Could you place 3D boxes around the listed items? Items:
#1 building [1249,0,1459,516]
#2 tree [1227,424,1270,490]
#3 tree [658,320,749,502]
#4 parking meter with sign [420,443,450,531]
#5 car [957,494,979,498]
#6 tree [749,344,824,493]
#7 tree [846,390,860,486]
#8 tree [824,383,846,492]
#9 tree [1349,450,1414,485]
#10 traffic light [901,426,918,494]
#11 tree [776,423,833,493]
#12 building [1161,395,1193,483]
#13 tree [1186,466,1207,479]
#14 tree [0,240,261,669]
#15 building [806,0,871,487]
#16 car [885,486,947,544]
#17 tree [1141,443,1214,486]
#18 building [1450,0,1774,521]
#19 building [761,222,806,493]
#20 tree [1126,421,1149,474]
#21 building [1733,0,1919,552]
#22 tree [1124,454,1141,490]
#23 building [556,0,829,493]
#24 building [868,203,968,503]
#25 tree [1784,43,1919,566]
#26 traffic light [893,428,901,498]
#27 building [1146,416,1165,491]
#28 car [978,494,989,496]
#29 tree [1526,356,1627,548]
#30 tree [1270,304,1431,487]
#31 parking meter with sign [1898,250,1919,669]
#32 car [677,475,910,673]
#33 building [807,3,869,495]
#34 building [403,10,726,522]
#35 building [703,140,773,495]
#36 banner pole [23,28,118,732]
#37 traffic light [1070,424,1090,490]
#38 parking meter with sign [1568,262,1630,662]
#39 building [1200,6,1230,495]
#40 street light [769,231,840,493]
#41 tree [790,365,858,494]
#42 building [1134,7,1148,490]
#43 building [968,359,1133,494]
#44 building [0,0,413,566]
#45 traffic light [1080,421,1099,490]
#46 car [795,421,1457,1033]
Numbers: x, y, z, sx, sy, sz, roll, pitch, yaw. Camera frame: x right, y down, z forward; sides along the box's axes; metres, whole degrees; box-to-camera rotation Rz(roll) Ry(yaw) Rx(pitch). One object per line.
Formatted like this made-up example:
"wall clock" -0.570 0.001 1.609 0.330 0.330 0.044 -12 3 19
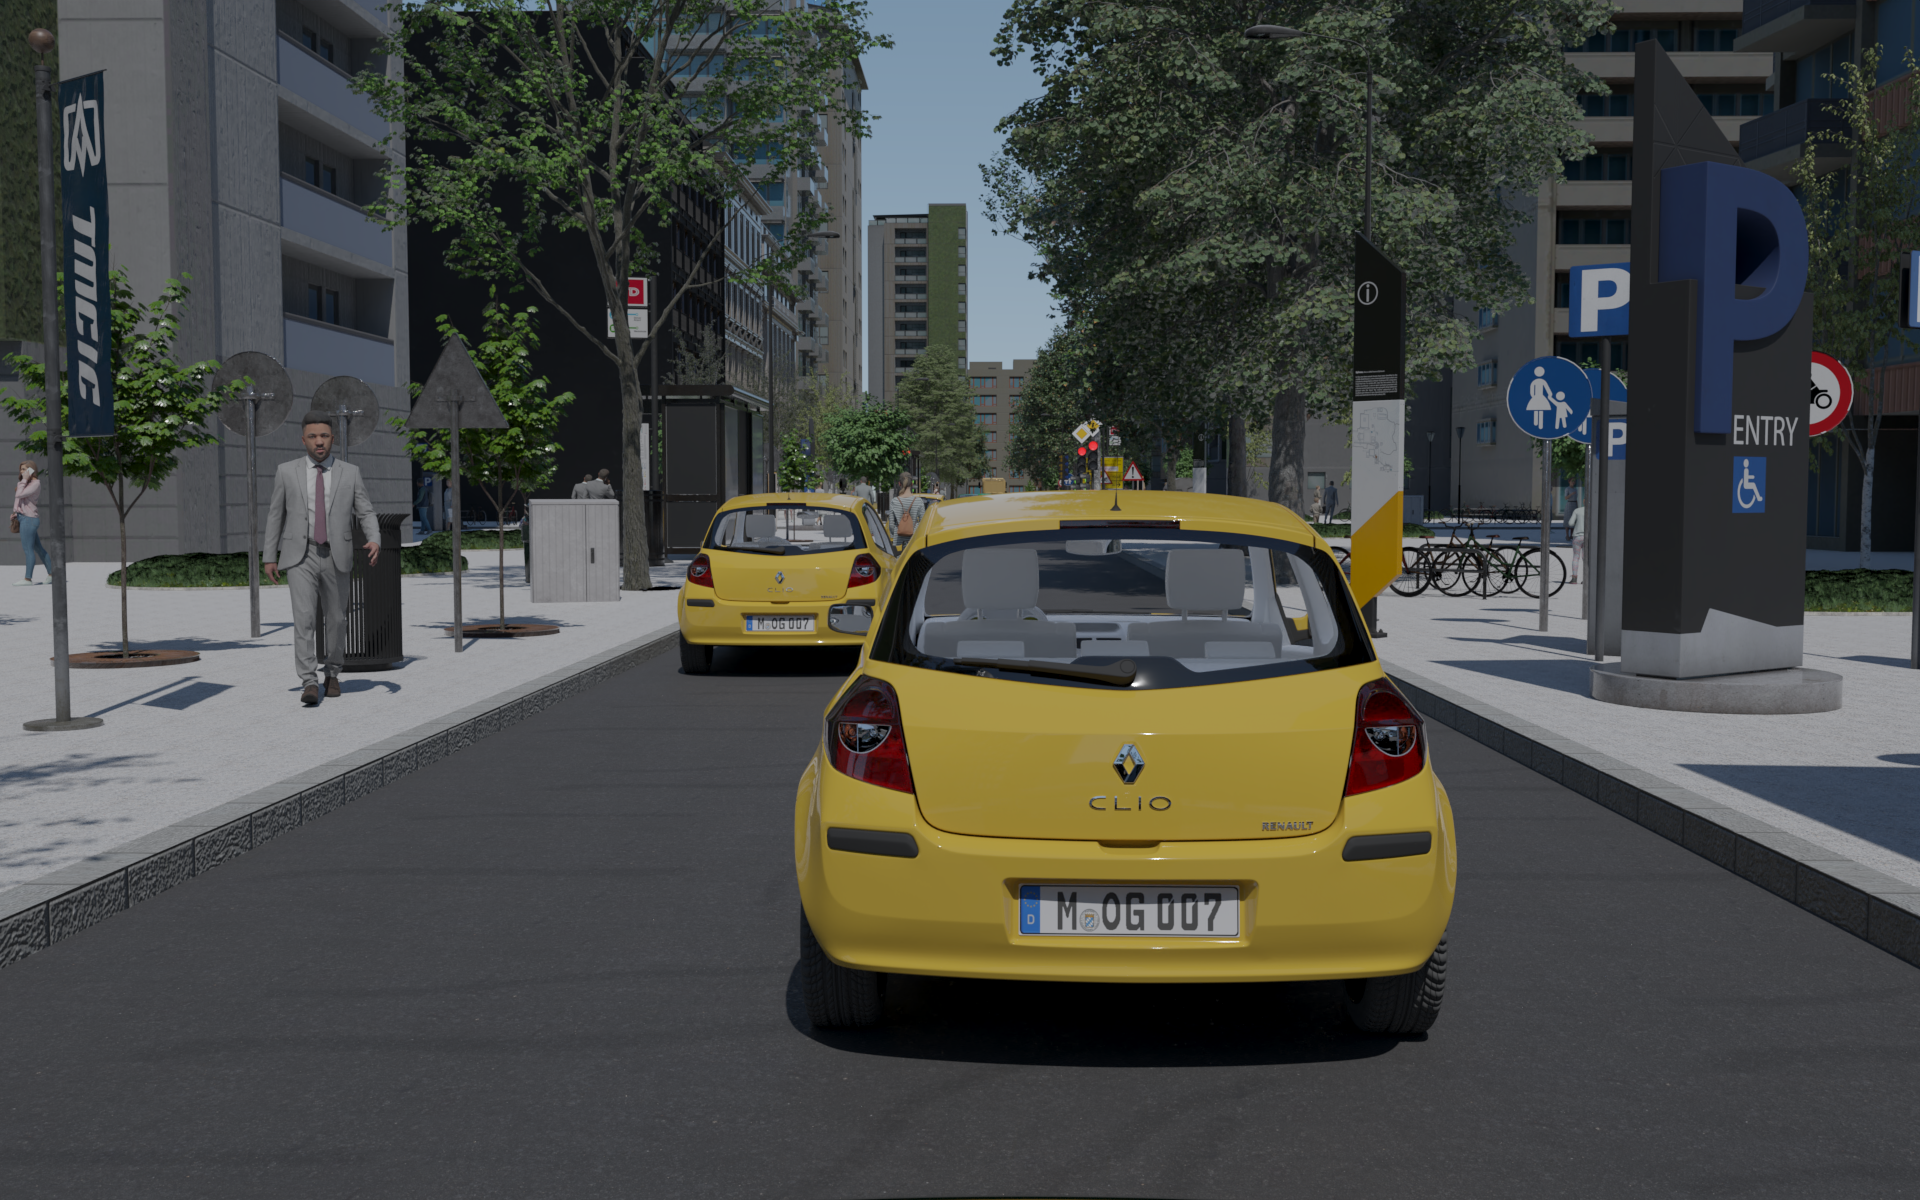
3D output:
"building" 23.612 -25.960 108.048 14.154 41.232 14.086 0 4 1
"tree" 16.459 -9.091 99.006 4.737 8.622 4.395 0 3 0
"tree" -11.182 -7.542 73.669 4.360 8.622 3.978 0 3 0
"parking meter with sign" -18.226 -3.892 59.903 0.543 3.016 1.738 1 4 9
"car" 0.526 -5.658 104.302 2.131 1.459 4.920 0 4 0
"tree" -9.145 -8.177 84.052 4.360 8.622 3.978 0 3 0
"tree" -7.754 -10.004 113.934 4.360 8.622 3.978 0 3 0
"tree" -9.828 -9.546 106.441 4.360 8.622 3.978 0 3 0
"tree" 23.058 -6.776 94.498 4.285 4.588 4.351 0 3 0
"traffic light" -2.113 -4.925 69.439 0.839 4.253 0.868 0 4 1
"tree" -4.486 -3.155 46.193 1.663 3.219 1.824 0 3 0
"building" 26.095 -31.098 158.571 14.600 45.320 14.200 0 4 1
"tree" 13.883 -6.669 103.645 1.663 3.219 1.824 0 3 0
"tree" -6.464 -1.137 13.198 1.663 3.219 1.824 0 3 0
"building" -28.513 -57.293 249.409 31.000 86.520 22.319 0 4 1
"car" -0.964 -2.093 44.450 2.015 1.641 3.980 0 4 2
"tree" 14.593 -7.757 110.539 4.285 4.588 4.351 0 3 0
"building" 38.228 -28.658 92.266 21.600 48.544 21.300 0 4 1
"building" -19.327 -17.511 128.112 13.314 21.916 24.055 0 4 1
"tree" 13.181 -11.096 131.787 4.737 8.622 4.395 0 3 0
"building" 29.234 -23.232 34.462 22.147 44.769 28.867 0 4 1
"tree" 13.694 -9.390 137.244 4.285 4.588 4.351 0 3 0
"building" -24.062 -33.075 160.381 23.786 49.044 30.456 0 4 1
"building" -5.875 -34.372 245.575 14.086 41.232 14.154 0 4 1
"tree" 14.638 -4.759 28.174 4.737 8.622 4.395 0 3 0
"traffic light" -2.282 -4.436 61.455 0.839 4.253 0.868 0 4 1
"building" 25.692 -29.969 173.595 14.154 41.232 14.086 0 4 1
"car" 2.283 -9.134 158.135 1.959 1.807 4.718 0 4 1
"tree" 15.106 -3.528 41.390 4.285 4.588 4.351 0 3 0
"tree" 13.759 -6.590 58.102 4.737 8.622 4.395 0 3 0
"parking meter with sign" 7.387 -0.955 11.874 0.543 3.016 1.738 -2 4 -27
"car" -1.369 -0.308 15.264 2.015 1.641 3.980 0 4 1
"building" -25.001 -37.052 195.039 27.495 52.752 28.713 0 4 1
"building" -19.282 -15.791 87.861 12.332 23.373 15.834 0 4 1
"building" -18.167 -16.942 105.881 11.050 23.489 19.941 0 4 1
"banner pole" -4.754 -1.179 9.294 0.863 3.779 0.401 3 4 36
"traffic light" 4.847 -4.917 69.308 0.839 4.253 0.868 0 4 1
"parking meter with sign" 5.373 -1.077 13.875 0.543 3.016 1.738 2 4 35
"building" 27.510 -42.453 132.358 20.563 71.187 20.611 0 4 1
"street light" -2.817 -3.560 30.750 1.470 5.913 1.316 0 4 1
"tree" -7.594 -9.047 98.274 4.737 8.622 4.395 0 3 0
"building" 30.036 -39.883 194.090 21.231 58.520 28.212 0 4 1
"building" 15.823 -24.973 253.344 28.899 21.520 27.650 0 4 1
"building" -28.442 -30.426 39.461 28.212 58.520 21.231 0 4 1
"traffic light" 4.678 -4.428 61.325 0.839 4.253 0.868 0 4 1
"car" 0.476 0.255 6.054 2.015 1.641 3.980 0 4 2
